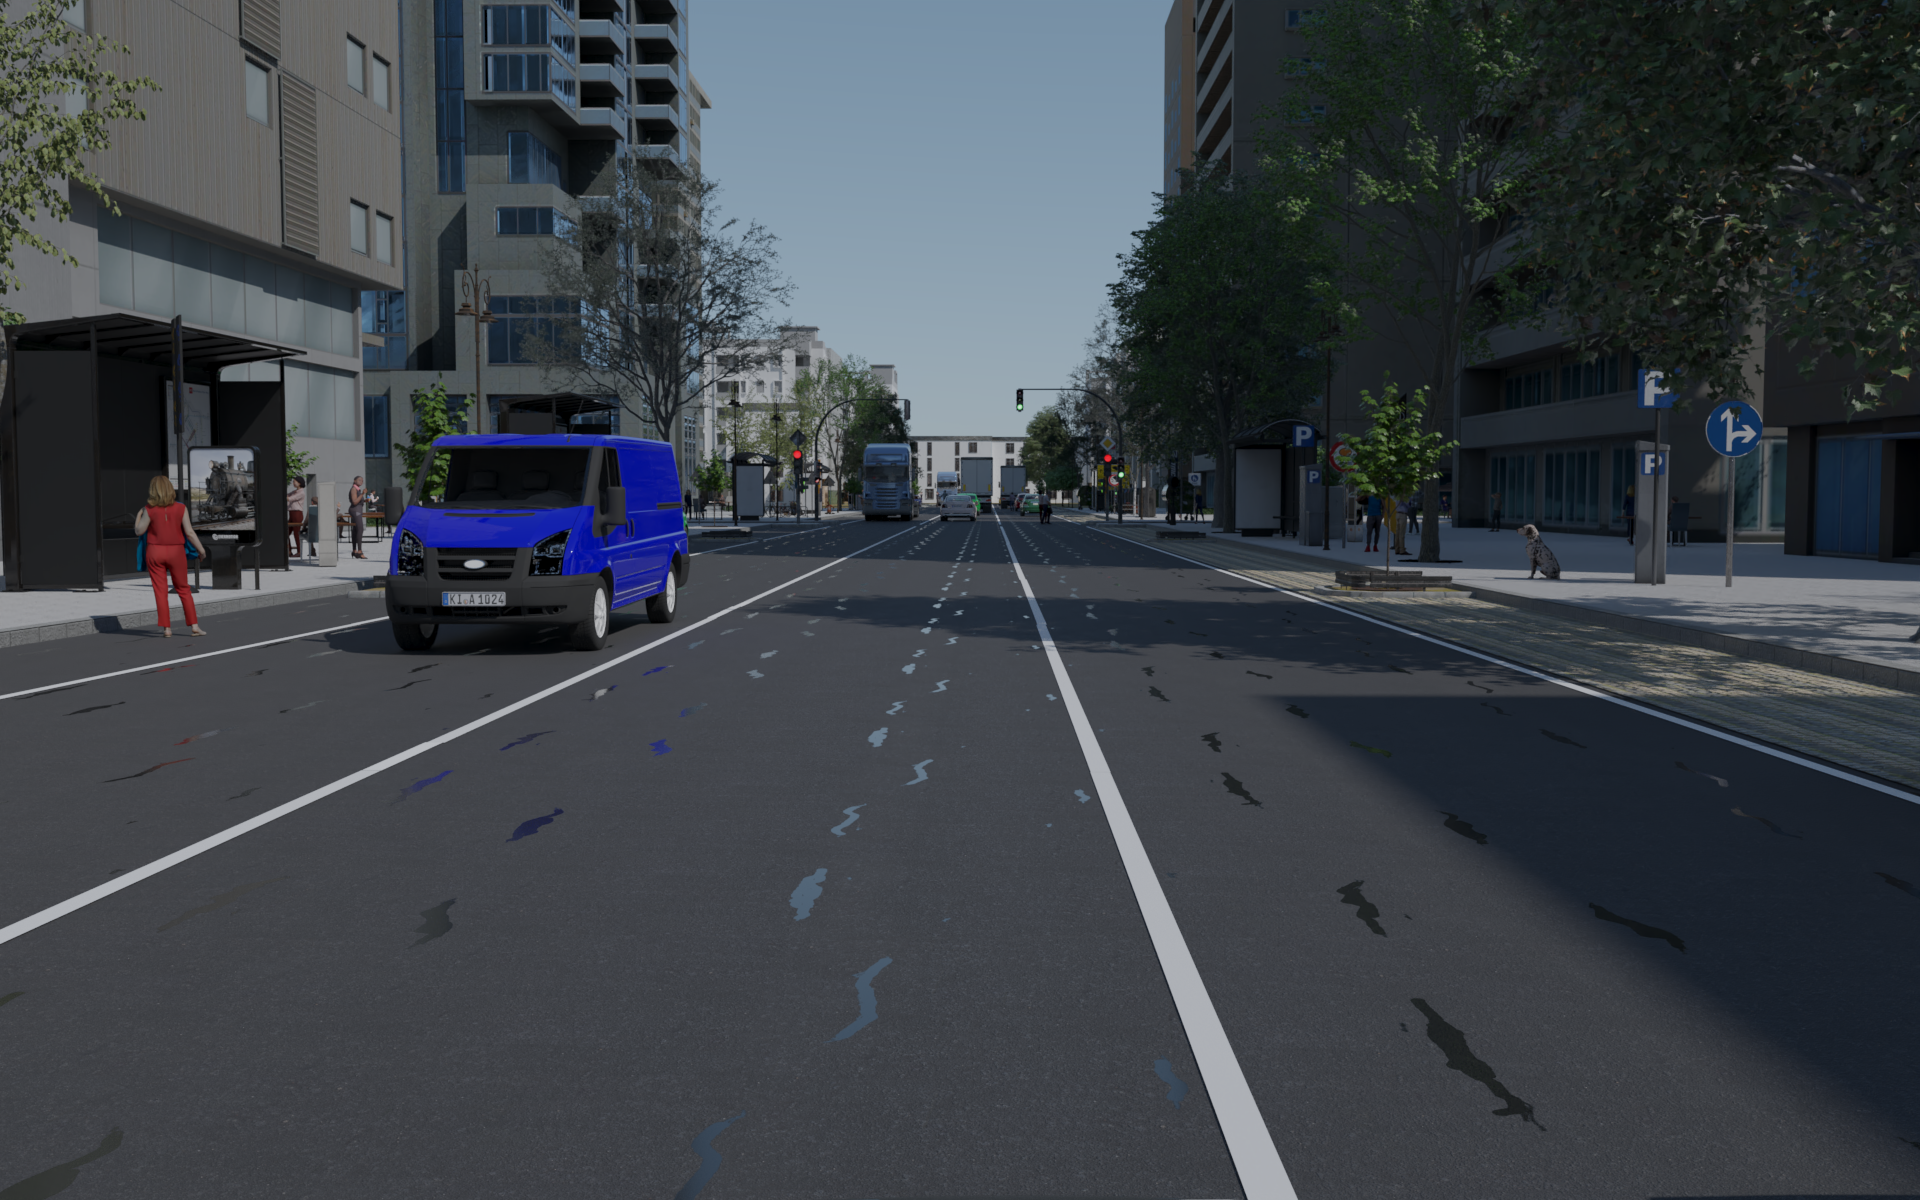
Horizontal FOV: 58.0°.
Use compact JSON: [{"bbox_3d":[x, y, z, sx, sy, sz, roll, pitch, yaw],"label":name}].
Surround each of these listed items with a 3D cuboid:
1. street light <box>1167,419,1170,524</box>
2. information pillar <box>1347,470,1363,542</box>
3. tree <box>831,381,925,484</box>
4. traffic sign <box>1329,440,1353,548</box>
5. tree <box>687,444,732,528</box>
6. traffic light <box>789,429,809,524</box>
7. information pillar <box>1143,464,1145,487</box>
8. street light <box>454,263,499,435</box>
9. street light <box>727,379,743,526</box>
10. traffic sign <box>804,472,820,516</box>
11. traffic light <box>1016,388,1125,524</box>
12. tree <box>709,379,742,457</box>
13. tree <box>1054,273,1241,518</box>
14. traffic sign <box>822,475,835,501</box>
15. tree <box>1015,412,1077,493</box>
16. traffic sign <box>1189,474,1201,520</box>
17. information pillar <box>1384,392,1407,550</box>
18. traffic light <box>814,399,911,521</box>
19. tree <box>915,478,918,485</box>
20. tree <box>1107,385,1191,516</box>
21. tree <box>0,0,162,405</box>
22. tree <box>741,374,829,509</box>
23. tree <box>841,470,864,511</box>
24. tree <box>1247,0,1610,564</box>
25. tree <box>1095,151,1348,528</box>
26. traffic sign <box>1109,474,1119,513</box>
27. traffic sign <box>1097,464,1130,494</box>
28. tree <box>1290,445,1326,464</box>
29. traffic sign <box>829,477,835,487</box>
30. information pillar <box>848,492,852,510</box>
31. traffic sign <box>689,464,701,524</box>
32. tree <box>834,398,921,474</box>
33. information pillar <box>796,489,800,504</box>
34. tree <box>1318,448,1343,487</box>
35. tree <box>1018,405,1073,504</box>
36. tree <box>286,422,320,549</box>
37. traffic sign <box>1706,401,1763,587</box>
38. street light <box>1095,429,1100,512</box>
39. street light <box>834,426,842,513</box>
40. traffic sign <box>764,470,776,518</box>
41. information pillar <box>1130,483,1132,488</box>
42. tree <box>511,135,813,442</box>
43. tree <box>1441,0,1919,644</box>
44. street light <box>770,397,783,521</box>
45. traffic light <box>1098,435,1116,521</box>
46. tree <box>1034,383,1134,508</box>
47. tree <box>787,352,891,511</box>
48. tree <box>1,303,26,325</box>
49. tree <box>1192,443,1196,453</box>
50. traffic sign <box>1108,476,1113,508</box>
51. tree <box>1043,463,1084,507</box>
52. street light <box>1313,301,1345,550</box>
[{"bbox_3d":[8.953,-6.198,74.120,0.468,5.910,1.993,0,4,1],"label":"street light"},{"bbox_3d":[10.536,-2.547,46.140,0.304,2.012,0.304,-2,4,-32],"label":"information pillar"},{"bbox_3d":[-8.365,-15.860,176.323,9.611,12.733,9.660,0,3,0],"label":"tree"},{"bbox_3d":[9.060,-2.489,40.805,0.768,2.556,0.104,0,4,4],"label":"traffic sign"},{"bbox_3d":[-9.449,-4.427,66.985,1.663,3.219,1.824,0,3,0],"label":"tree"},{"bbox_3d":[-6.964,-5.248,74.724,0.839,4.253,0.868,0,4,1],"label":"traffic light"},{"bbox_3d":[11.758,-7.296,110.639,0.504,3.616,0.183,-3,5,-42],"label":"information pillar"},{"bbox_3d":[-9.692,-3.797,34.875,0.468,5.910,1.993,0,4,1],"label":"street light"},{"bbox_3d":[-9.025,-5.921,69.591,0.468,5.910,1.993,0,4,1],"label":"street light"},{"bbox_3d":[-8.505,-6.089,99.566,0.884,2.594,0.081,0,4,4],"label":"traffic sign"},{"bbox_3d":[4.782,-6.100,74.410,4.771,5.953,1.251,0,4,1],"label":"traffic light"},{"bbox_3d":[-14.013,-9.881,111.919,4.737,8.622,4.395,0,3,0],"label":"tree"},{"bbox_3d":[10.304,-11.237,94.088,12.009,13.543,11.850,0,3,0],"label":"tree"},{"bbox_3d":[-8.901,-7.158,117.037,0.884,2.594,0.081,0,4,7],"label":"traffic sign"},{"bbox_3d":[11.648,-19.344,233.285,9.611,12.733,9.660,0,3,0],"label":"tree"},{"bbox_3d":[11.515,-5.073,85.071,0.606,2.300,0.079,0,4,3],"label":"traffic sign"},{"bbox_3d":[10.056,-2.974,39.981,0.504,3.616,0.183,0,4,-5],"label":"information pillar"},{"bbox_3d":[-4.743,-6.608,82.710,4.771,5.953,1.251,0,4,1],"label":"traffic light"},{"bbox_3d":[-7.104,-14.759,225.021,4.285,4.588,4.351,0,3,0],"label":"tree"},{"bbox_3d":[10.550,-9.328,102.880,4.360,8.622,3.978,0,3,0],"label":"tree"},{"bbox_3d":[-10.905,-4.183,18.756,4.737,8.622,4.395,0,3,0],"label":"tree"},{"bbox_3d":[-9.962,-9.528,106.150,4.737,8.622,4.395,0,3,0],"label":"tree"},{"bbox_3d":[-8.089,-8.744,137.573,1.663,3.219,1.824,0,3,0],"label":"tree"},{"bbox_3d":[8.965,-6.504,32.090,9.928,11.665,9.643,0,3,0],"label":"tree"},{"bbox_3d":[10.021,-9.722,65.610,9.857,13.997,8.962,0,3,0],"label":"tree"},{"bbox_3d":[9.832,-6.732,110.181,0.768,2.556,0.104,0,4,5],"label":"traffic sign"},{"bbox_3d":[10.474,-7.601,118.156,2.265,3.308,0.079,1,4,9],"label":"traffic sign"},{"bbox_3d":[18.772,-6.839,95.527,4.285,4.588,4.351,0,3,0],"label":"tree"},{"bbox_3d":[-10.287,-8.416,137.335,0.795,2.593,0.064,1,4,10],"label":"traffic sign"},{"bbox_3d":[-8.831,-8.301,140.213,0.304,2.012,0.304,2,4,24],"label":"information pillar"},{"bbox_3d":[-11.079,-4.497,73.529,0.884,2.594,0.081,0,4,4],"label":"traffic sign"},{"bbox_3d":[-7.903,-14.198,166.550,8.767,10.594,7.601,0,4,-2],"label":"tree"},{"bbox_3d":[-10.224,-6.456,110.040,0.304,2.012,0.304,-3,5,-41],"label":"information pillar"},{"bbox_3d":[15.330,-4.808,73.215,1.663,3.219,1.824,0,3,0],"label":"tree"},{"bbox_3d":[11.074,-18.547,221.370,7.486,12.596,7.792,0,3,0],"label":"tree"},{"bbox_3d":[-16.065,-2.797,40.339,1.663,3.219,1.824,0,3,0],"label":"tree"},{"bbox_3d":[10.592,-1.449,23.789,0.768,2.556,0.104,0,4,2],"label":"traffic sign"},{"bbox_3d":[9.685,-9.132,122.099,0.468,5.910,1.993,0,4,1],"label":"street light"},{"bbox_3d":[-8.333,-8.889,118.127,0.468,5.910,1.993,0,4,1],"label":"street light"},{"bbox_3d":[-10.199,-5.687,92.993,0.884,2.594,0.081,0,4,5],"label":"traffic sign"},{"bbox_3d":[11.625,-7.005,119.021,0.304,2.012,0.304,-3,4,-39],"label":"information pillar"},{"bbox_3d":[-10.157,-9.116,59.410,12.009,13.543,11.850,0,3,0],"label":"tree"},{"bbox_3d":[8.712,-5.970,14.621,9.611,12.733,9.660,0,3,0],"label":"tree"},{"bbox_3d":[-8.772,-6.740,82.983,0.468,5.910,1.993,0,4,1],"label":"street light"},{"bbox_3d":[7.004,-5.724,82.502,0.839,4.253,0.868,0,4,1],"label":"traffic light"},{"bbox_3d":[10.578,-13.316,152.128,8.767,10.594,7.601,0,4,6],"label":"tree"},{"bbox_3d":[-9.000,-12.386,128.273,9.928,11.665,9.643,0,3,0],"label":"tree"},{"bbox_3d":[-14.637,-2.496,24.516,4.285,4.588,4.351,0,3,0],"label":"tree"},{"bbox_3d":[14.778,-10.298,118.734,4.360,8.622,3.978,0,3,0],"label":"tree"},{"bbox_3d":[10.272,-7.172,117.360,0.768,2.556,0.104,1,4,10],"label":"traffic sign"},{"bbox_3d":[10.514,-11.207,166.949,4.285,4.588,4.351,0,3,0],"label":"tree"},{"bbox_3d":[8.376,-4.074,39.403,0.468,5.910,1.993,0,4,1],"label":"street light"}]
